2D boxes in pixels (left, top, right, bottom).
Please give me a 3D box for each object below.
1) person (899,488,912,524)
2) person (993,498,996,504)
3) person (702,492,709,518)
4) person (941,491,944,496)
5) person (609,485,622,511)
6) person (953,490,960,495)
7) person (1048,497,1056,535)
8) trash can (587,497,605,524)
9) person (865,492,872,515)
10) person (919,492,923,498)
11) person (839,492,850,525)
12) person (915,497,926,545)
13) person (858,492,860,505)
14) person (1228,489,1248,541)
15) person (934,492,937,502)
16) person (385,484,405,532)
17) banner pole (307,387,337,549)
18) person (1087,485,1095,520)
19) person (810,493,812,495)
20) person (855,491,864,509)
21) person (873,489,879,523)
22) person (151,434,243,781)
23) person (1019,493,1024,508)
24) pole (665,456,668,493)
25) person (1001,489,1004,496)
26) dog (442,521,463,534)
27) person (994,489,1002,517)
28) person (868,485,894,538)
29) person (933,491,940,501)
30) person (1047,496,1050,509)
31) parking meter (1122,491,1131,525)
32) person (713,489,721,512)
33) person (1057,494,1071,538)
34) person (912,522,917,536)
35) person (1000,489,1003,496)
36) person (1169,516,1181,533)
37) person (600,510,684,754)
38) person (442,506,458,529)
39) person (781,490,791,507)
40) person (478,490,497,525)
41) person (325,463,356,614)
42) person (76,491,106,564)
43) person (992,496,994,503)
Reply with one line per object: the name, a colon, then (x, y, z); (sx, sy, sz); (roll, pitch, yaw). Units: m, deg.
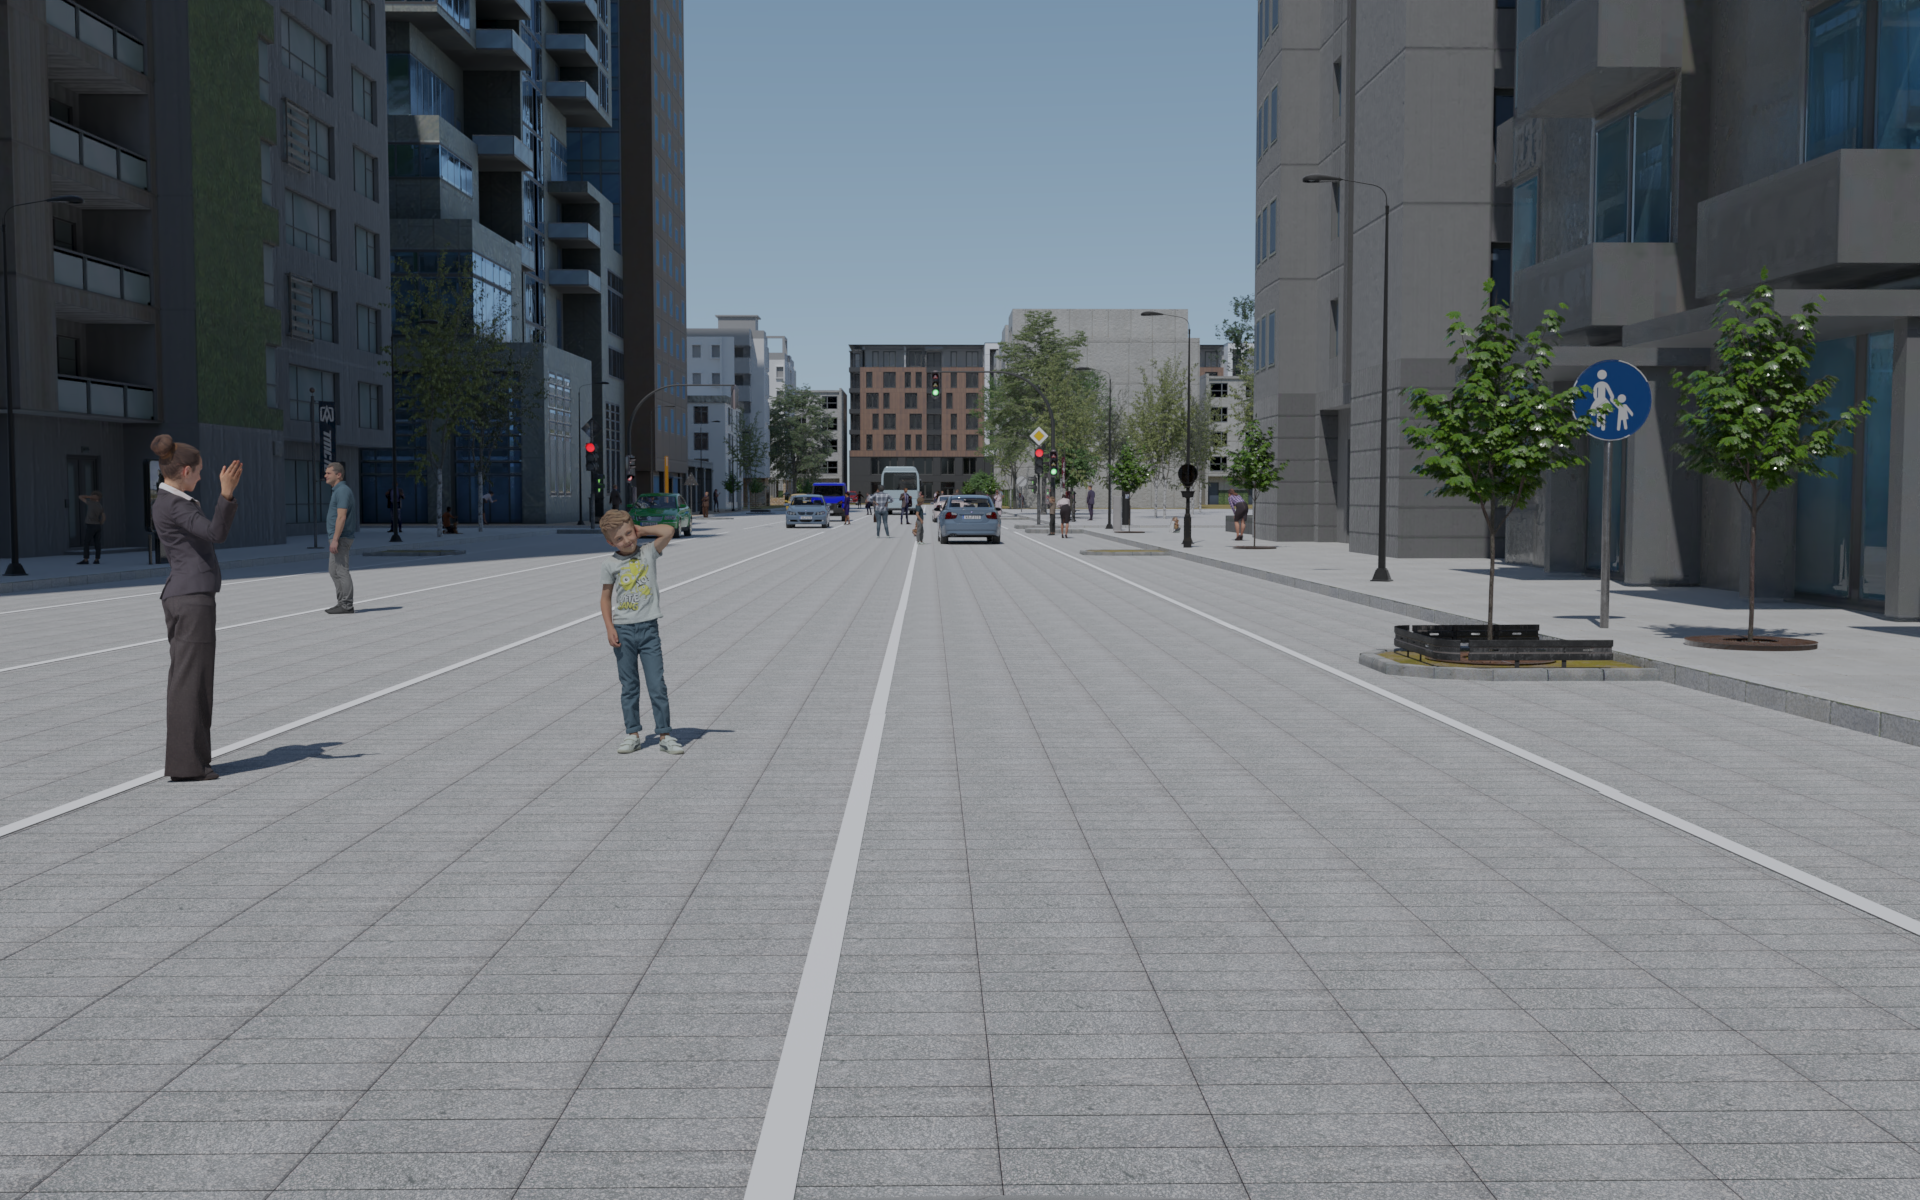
person: (-2.541, -4.415, 81.508); (0.655, 1.722, 0.431); (-3, 4, -36)
person: (3.285, -9.485, 162.036); (0.530, 1.710, 0.541); (0, 4, 6)
person: (-14.710, -5.469, 100.195); (0.482, 1.546, 0.388); (3, 5, 43)
person: (-1.906, -11.158, 191.482); (0.434, 1.755, 0.990); (1, 4, 15)
person: (-17.188, -4.888, 86.512); (0.990, 1.755, 0.434); (3, 5, 44)
person: (-0.290, -6.912, 122.191); (0.565, 1.739, 0.600); (-2, 4, -25)
person: (3.168, -2.913, 60.045); (0.340, 1.345, 0.435); (0, 4, -3)
trash can: (-15.696, -3.861, 74.778); (0.748, 1.137, 0.748); (0, 3, 0)
person: (-6.212, -6.550, 117.805); (0.590, 1.554, 0.614); (-2, 4, -24)
person: (-3.182, -7.977, 140.400); (0.415, 1.643, 0.593); (-1, 4, -20)
person: (-5.352, -4.251, 80.381); (0.546, 1.535, 0.453); (0, 4, 1)
person: (-1.101, -2.249, 49.180); (0.340, 1.345, 0.435); (0, 4, -8)
person: (-13.113, -13.304, 226.837); (0.721, 1.723, 1.217); (3, 5, 41)
person: (7.617, -2.347, 47.642); (0.421, 1.427, 0.697); (-2, 4, -31)
person: (-3.108, -13.142, 224.305); (0.436, 1.711, 0.756); (-1, 4, -9)
person: (-18.860, -3.115, 57.796); (0.655, 1.722, 0.431); (0, 4, 4)
banner pole: (-15.068, -3.114, 40.933); (0.401, 3.779, 0.863); (2, 4, 34)
person: (6.359, -4.724, 84.201); (0.541, 1.710, 0.530); (-2, 4, -35)
person: (-10.884, -7.221, 128.016); (0.517, 1.644, 0.566); (0, 4, 7)
person: (-9.818, -9.739, 168.556); (1.217, 1.723, 0.721); (-2, 4, -33)
person: (-4.121, -4.772, 87.217); (0.565, 1.739, 0.600); (1, 4, 22)
person: (-3.760, 0.038, 8.689); (0.742, 1.727, 0.445); (2, 4, 24)
person: (5.576, -9.042, 157.114); (0.421, 1.427, 0.697); (3, 4, 37)
pole: (-15.821, -6.089, 93.404); (0.158, 3.312, 0.155); (0, 3, 0)
person: (4.216, -10.353, 175.760); (0.568, 1.767, 0.683); (-1, 4, -13)
dog: (-16.342, -2.312, 55.531); (0.748, 0.427, 0.550); (2, 4, 25)
person: (2.355, -6.001, 107.286); (0.551, 1.740, 0.621); (1, 4, 13)
person: (-2.544, -2.873, 56.198); (0.841, 1.734, 0.376); (0, 4, 2)
person: (-2.033, -8.862, 154.217); (0.721, 1.723, 1.217); (2, 4, 33)
person: (7.981, -8.900, 152.083); (0.750, 1.759, 0.617); (3, 4, 37)
parking meter: (6.856, -3.857, 71.466); (0.372, 1.533, 0.369); (0, 3, 0)
person: (-17.070, -6.984, 121.706); (0.593, 1.643, 0.415); (1, 4, 12)
person: (3.405, -2.718, 56.131); (0.628, 1.438, 0.799); (-2, 4, -31)
person: (-1.420, -2.408, 58.352); (0.381, 0.543, 0.357); (0, 4, 3)
person: (3.685, -9.429, 160.195); (0.705, 1.826, 1.348); (-2, 4, -32)
person: (7.086, -2.487, 57.186); (0.357, 0.543, 0.381); (-1, 4, -20)
person: (-1.765, 0.172, 9.591); (0.435, 1.345, 0.340); (-1, 4, -15)
person: (-18.852, -3.037, 63.992); (0.859, 0.850, 0.655); (3, 5, 41)
person: (-17.747, -10.419, 177.127); (1.217, 1.736, 0.721); (0, 4, 6)
person: (-19.802, -3.868, 72.467); (0.628, 1.438, 0.799); (0, 4, 5)
person: (-7.458, -0.741, 20.746); (0.434, 1.807, 0.598); (0, 4, -5)
person: (-15.911, -1.330, 31.701); (0.340, 1.345, 0.435); (1, 4, 16)
person: (3.966, -12.216, 206.302); (0.617, 1.759, 0.750); (-2, 4, -35)
